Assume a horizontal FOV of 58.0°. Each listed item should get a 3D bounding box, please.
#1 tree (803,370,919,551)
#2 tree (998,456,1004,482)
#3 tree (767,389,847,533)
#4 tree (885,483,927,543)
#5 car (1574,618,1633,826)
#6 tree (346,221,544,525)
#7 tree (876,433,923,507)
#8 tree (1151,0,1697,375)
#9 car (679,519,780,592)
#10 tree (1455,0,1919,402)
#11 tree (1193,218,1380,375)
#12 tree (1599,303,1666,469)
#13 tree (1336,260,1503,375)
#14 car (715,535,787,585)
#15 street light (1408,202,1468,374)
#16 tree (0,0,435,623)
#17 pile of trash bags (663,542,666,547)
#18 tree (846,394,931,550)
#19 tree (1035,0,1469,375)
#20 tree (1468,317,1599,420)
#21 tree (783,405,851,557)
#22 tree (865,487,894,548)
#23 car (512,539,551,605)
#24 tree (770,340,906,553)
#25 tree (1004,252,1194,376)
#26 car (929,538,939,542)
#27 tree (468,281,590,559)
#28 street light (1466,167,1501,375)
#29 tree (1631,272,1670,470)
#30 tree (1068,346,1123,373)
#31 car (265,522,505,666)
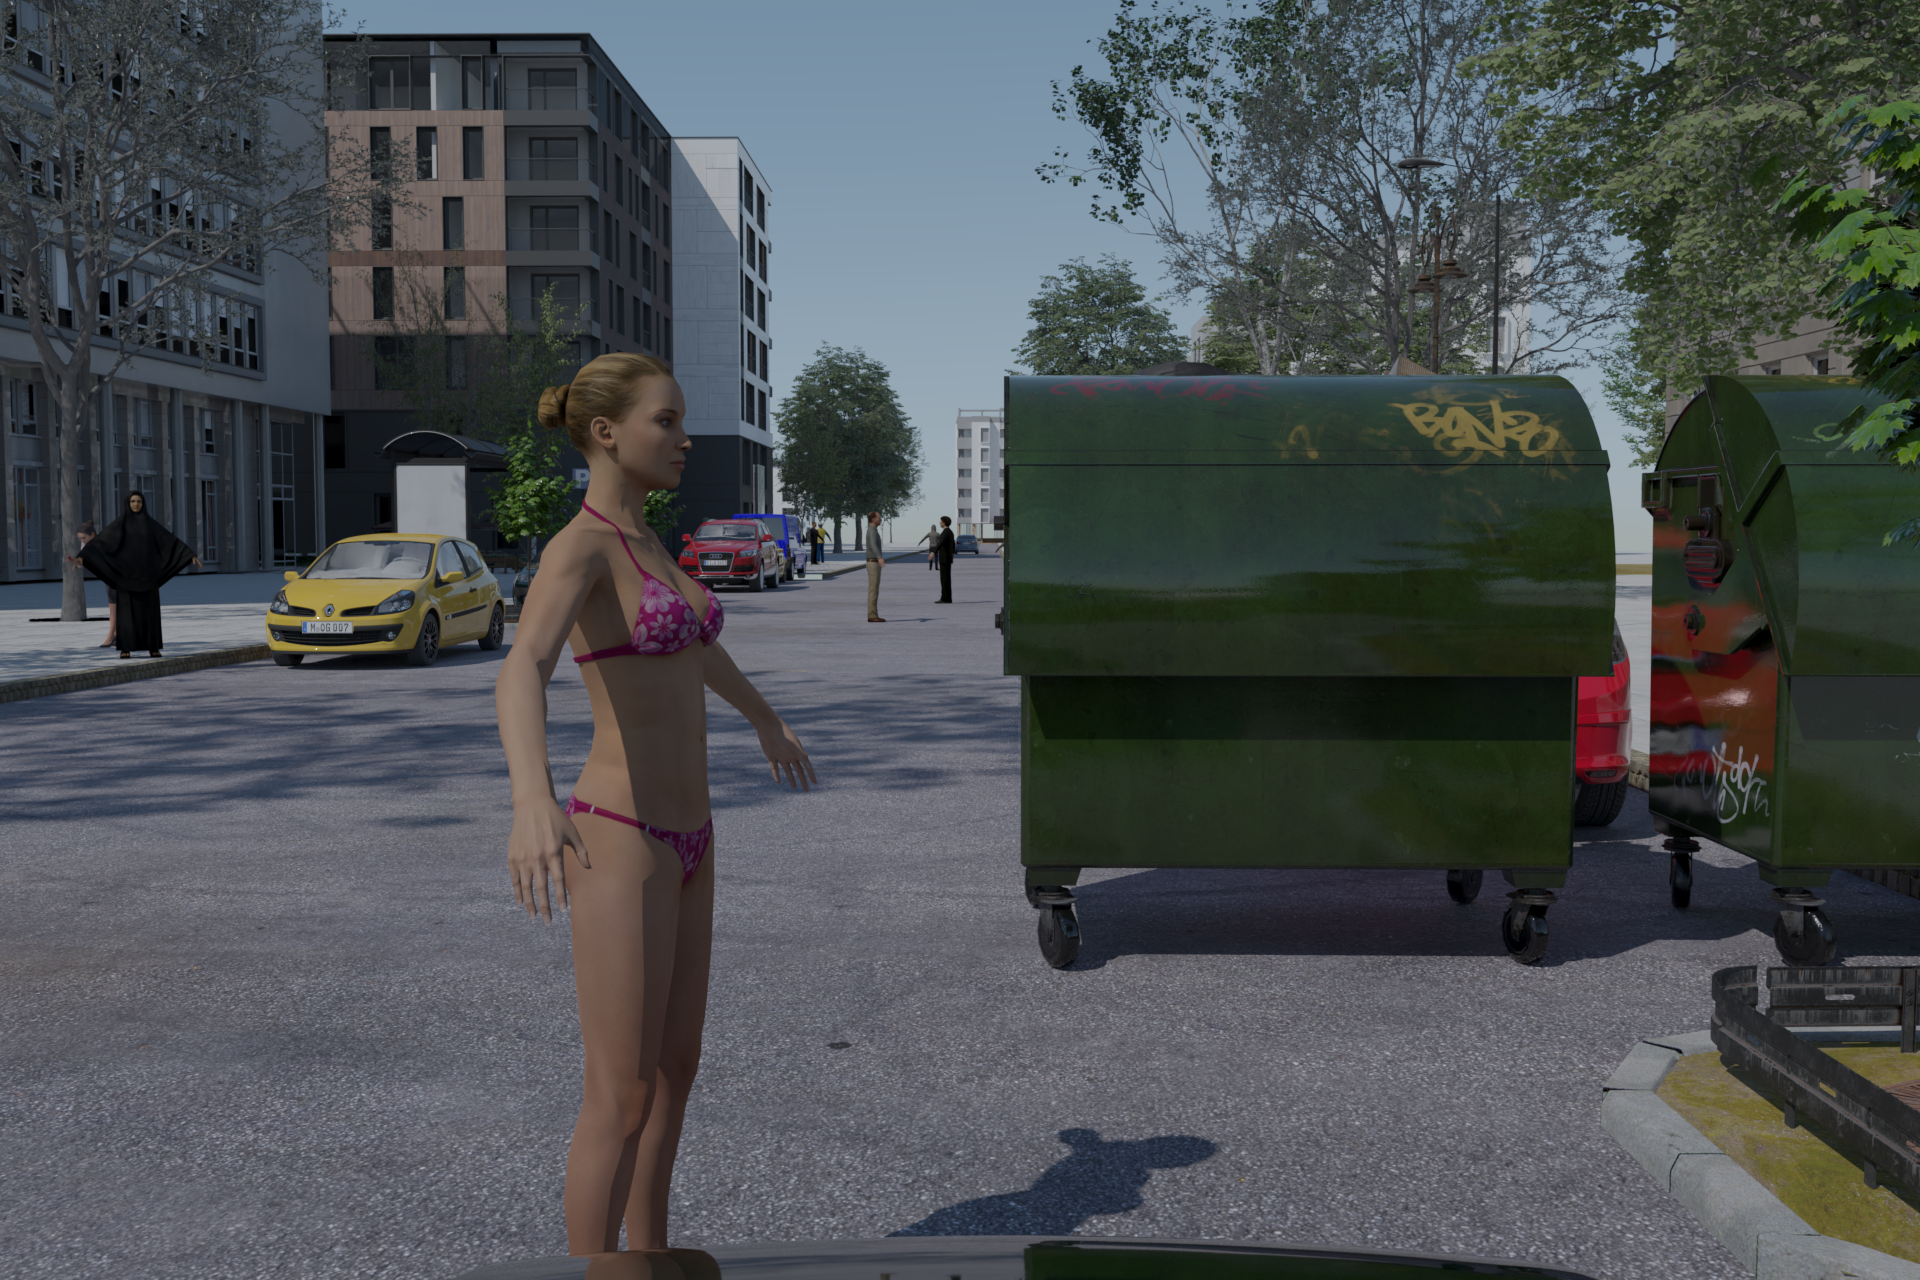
[{"bbox_3d":[-7.685,-13.640,129.674,9.857,13.997,8.962,0,3,0],"label":"tree"},{"bbox_3d":[8.553,-15.327,160.963,12.009,13.543,11.850,0,3,0],"label":"tree"},{"bbox_3d":[-8.245,-8.455,88.606,4.360,8.622,3.978,0,3,0],"label":"tree"},{"bbox_3d":[-9.960,-20.544,246.261,12.009,13.543,11.850,0,3,0],"label":"tree"},{"bbox_3d":[2.348,-0.058,9.992,2.155,1.783,4.494,0,4,1],"label":"car"},{"bbox_3d":[-12.943,-5.589,41.742,4.360,8.622,3.978,0,3,0],"label":"tree"},{"bbox_3d":[-7.400,-13.861,152.378,9.928,11.665,9.643,0,3,0],"label":"tree"},{"bbox_3d":[8.910,-7.559,33.956,12.009,13.543,11.850,0,3,0],"label":"tree"},{"bbox_3d":[-5.845,-2.179,44.294,2.281,1.827,5.304,0,4,1],"label":"car"},{"bbox_3d":[7.847,-5.919,14.900,7.486,12.596,7.792,0,3,0],"label":"tree"},{"bbox_3d":[11.669,-8.860,62.990,7.486,12.596,7.792,0,3,0],"label":"tree"},{"bbox_3d":[29.003,-8.728,68.461,9.928,11.665,9.643,0,3,0],"label":"tree"},{"bbox_3d":[18.907,-9.438,72.438,7.486,12.596,7.792,0,3,0],"label":"tree"},{"bbox_3d":[-6.011,-2.415,49.715,2.015,1.641,3.980,0,4,1],"label":"car"},{"bbox_3d":[6.732,-3.167,24.561,0.468,5.910,1.993,0,4,1],"label":"street light"},{"bbox_3d":[-13.109,-7.026,25.253,12.009,13.543,11.850,0,3,0],"label":"tree"},{"bbox_3d":[-9.892,-2.628,52.713,1.912,1.369,3.447,0,4,1],"label":"pile of trash bags"},{"bbox_3d":[-7.437,-14.135,141.482,12.009,13.543,11.850,0,3,0],"label":"tree"},{"bbox_3d":[8.535,-11.836,49.401,12.611,20.169,13.585,0,3,0],"label":"tree"},{"bbox_3d":[18.729,-6.625,58.686,4.360,8.622,3.978,0,3,0],"label":"tree"},{"bbox_3d":[-7.959,-9.063,98.548,4.737,8.622,4.395,0,3,0],"label":"tree"},{"bbox_3d":[-7.095,-12.823,160.011,4.360,8.622,3.978,0,3,0],"label":"tree"},{"bbox_3d":[-6.594,-1.265,30.464,2.009,1.686,4.222,0,4,1],"label":"car"},{"bbox_3d":[-8.098,-12.774,115.515,9.857,13.997,8.962,0,3,0],"label":"tree"},{"bbox_3d":[6.857,-10.512,78.532,9.857,13.997,8.962,0,3,0],"label":"tree"},{"bbox_3d":[-1.411,-7.637,134.651,2.009,1.686,4.222,0,4,1],"label":"car"},{"bbox_3d":[-12.589,-6.155,50.994,4.737,8.622,4.395,0,3,0],"label":"tree"},{"bbox_3d":[7.191,-2.996,21.533,1.470,5.913,1.316,0,4,1],"label":"street light"},{"bbox_3d":[26.305,-8.610,58.898,7.486,12.596,7.792,0,3,0],"label":"tree"},{"bbox_3d":[7.572,-10.439,96.434,9.928,11.665,9.643,0,3,0],"label":"tree"},{"bbox_3d":[-6.564,-0.598,20.009,2.015,1.641,3.980,0,4,1],"label":"car"}]
